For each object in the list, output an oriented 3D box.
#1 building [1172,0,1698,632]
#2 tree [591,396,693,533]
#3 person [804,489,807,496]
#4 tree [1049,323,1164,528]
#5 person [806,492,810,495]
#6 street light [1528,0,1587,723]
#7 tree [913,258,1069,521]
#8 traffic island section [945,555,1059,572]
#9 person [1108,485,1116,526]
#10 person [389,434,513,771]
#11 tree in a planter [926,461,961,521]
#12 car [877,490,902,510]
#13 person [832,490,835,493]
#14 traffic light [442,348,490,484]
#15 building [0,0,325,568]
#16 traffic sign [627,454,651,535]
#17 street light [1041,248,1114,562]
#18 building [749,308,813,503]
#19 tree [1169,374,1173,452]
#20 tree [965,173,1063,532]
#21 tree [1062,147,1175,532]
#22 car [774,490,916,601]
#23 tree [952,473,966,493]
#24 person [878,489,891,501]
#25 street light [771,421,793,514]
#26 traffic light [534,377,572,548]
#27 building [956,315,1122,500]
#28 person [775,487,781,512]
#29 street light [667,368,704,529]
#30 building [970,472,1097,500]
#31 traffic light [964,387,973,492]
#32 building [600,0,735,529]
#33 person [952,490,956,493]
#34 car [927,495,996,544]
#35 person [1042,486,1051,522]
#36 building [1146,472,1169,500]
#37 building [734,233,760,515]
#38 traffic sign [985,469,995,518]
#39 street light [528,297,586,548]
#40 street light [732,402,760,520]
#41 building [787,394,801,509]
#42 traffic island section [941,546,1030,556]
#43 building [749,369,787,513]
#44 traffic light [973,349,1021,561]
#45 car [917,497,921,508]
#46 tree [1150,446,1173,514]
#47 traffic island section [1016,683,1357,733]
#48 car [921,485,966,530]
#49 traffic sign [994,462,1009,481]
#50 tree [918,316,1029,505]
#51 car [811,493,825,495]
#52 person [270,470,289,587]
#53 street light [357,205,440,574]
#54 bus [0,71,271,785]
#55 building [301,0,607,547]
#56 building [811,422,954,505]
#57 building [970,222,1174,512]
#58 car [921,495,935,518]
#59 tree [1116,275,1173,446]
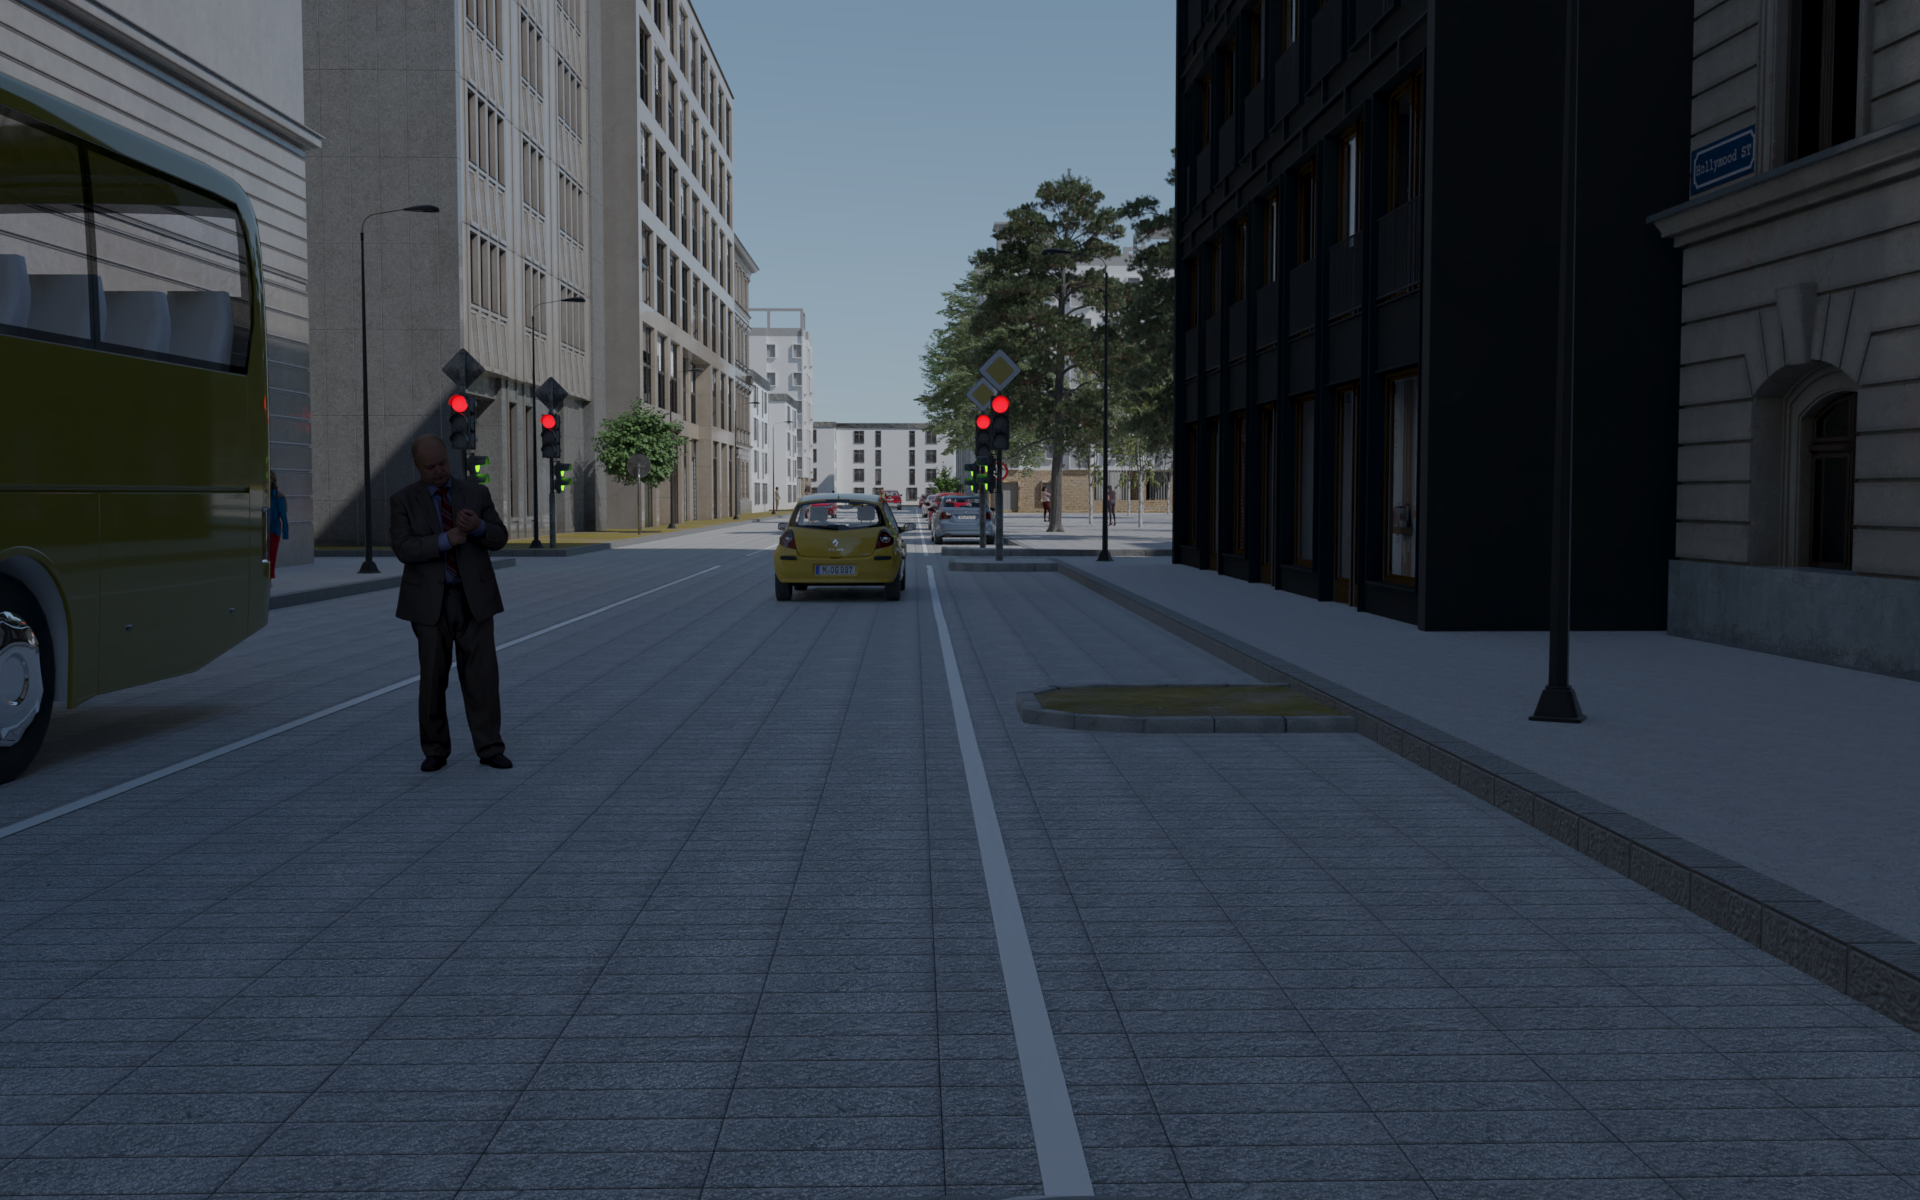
[{"bbox_3d":[10.267,-11.854,23.490,12.332,23.373,15.834,0,4,-2],"label":"building"},{"bbox_3d":[-10.673,-4.547,58.057,4.285,4.588,4.351,0,3,0],"label":"tree"},{"bbox_3d":[-12.797,-8.449,144.900,0.721,1.735,1.217,0,4,4],"label":"person"},{"bbox_3d":[5.391,-7.538,73.604,4.737,8.622,4.395,0,3,0],"label":"tree"},{"bbox_3d":[-8.631,-5.426,99.425,0.471,1.553,0.569,1,4,17],"label":"person"},{"bbox_3d":[2.862,-2.271,9.672,1.470,5.913,1.316,0,4,-2],"label":"street light"},{"bbox_3d":[1.603,-10.006,81.727,7.486,12.596,7.792,0,3,0],"label":"tree"},{"bbox_3d":[0.781,-0.678,33.360,2.009,0.180,2.903,0,4,-2],"label":"traffic island section"},{"bbox_3d":[6.089,-3.812,69.832,0.415,1.643,0.593,1,4,16],"label":"person"},{"bbox_3d":[-2.627,0.012,8.985,0.600,1.739,0.565,3,5,41],"label":"person"},{"bbox_3d":[-0.840,-5.848,92.835,1.991,3.239,1.994,0,4,-2],"label":"tree in a planter"},{"bbox_3d":[-6.212,-8.830,153.044,2.281,1.827,5.304,0,4,-3],"label":"car"},{"bbox_3d":[-10.071,-7.841,137.405,1.217,1.736,0.721,-2,4,-24],"label":"person"},{"bbox_3d":[-9.416,-2.673,32.955,0.839,4.213,0.868,0,4,-2],"label":"traffic light"},{"bbox_3d":[-23.322,-11.218,25.209,24.055,21.916,13.314,0,4,-2],"label":"building"},{"bbox_3d":[-10.134,-3.336,54.646,0.768,2.556,0.104,0,4,4],"label":"traffic sign"},{"bbox_3d":[2.230,-3.693,32.917,1.470,5.913,1.316,0,4,-2],"label":"street light"},{"bbox_3d":[-21.420,-19.943,182.479,11.380,20.091,16.016,0,4,-2],"label":"building"},{"bbox_3d":[9.405,-9.076,98.750,4.737,8.622,4.395,0,3,0],"label":"tree"},{"bbox_3d":[3.312,-8.341,58.423,6.751,12.117,7.091,0,3,0],"label":"tree"},{"bbox_3d":[7.659,-7.683,47.676,6.751,12.117,7.091,0,3,0],"label":"tree"},{"bbox_3d":[-1.644,-0.883,24.666,2.015,1.641,3.980,0,4,0],"label":"car"},{"bbox_3d":[-0.488,-10.013,158.318,1.663,3.219,1.824,0,3,0],"label":"tree"},{"bbox_3d":[-5.529,-6.972,122.587,1.348,1.812,0.705,1,4,10],"label":"person"},{"bbox_3d":[-11.307,-8.408,110.004,1.470,5.913,1.316,0,4,-2],"label":"street light"},{"bbox_3d":[-9.633,-3.162,40.937,0.839,4.213,0.868,0,4,-2],"label":"traffic light"},{"bbox_3d":[8.332,-18.952,176.328,16.747,18.905,31.486,0,4,-2],"label":"building"},{"bbox_3d":[-13.351,-7.382,126.737,0.705,1.824,1.348,-1,4,-18],"label":"person"},{"bbox_3d":[-10.159,-5.602,64.133,1.470,5.913,1.316,0,4,-2],"label":"street light"},{"bbox_3d":[5.754,-12.517,146.807,9.099,9.664,28.070,0,4,-2],"label":"building"},{"bbox_3d":[0.524,-3.179,41.228,0.839,4.213,0.868,0,4,-2],"label":"traffic light"},{"bbox_3d":[-21.733,-16.816,79.456,19.350,26.468,34.151,0,4,-2],"label":"building"},{"bbox_3d":[-0.624,-8.848,151.158,0.568,1.767,0.683,-2,4,-30],"label":"person"},{"bbox_3d":[0.066,-2.364,50.659,2.014,1.417,4.499,0,4,-3],"label":"car"},{"bbox_3d":[4.063,-4.433,79.988,0.566,1.644,0.517,1,4,17],"label":"person"},{"bbox_3d":[16.400,-22.691,214.974,32.646,21.610,27.936,0,4,-2],"label":"building"},{"bbox_3d":[-18.416,-14.790,106.447,10.561,19.102,19.286,0,4,-2],"label":"building"},{"bbox_3d":[1.401,-4.399,72.028,0.768,2.556,0.104,0,3,0],"label":"traffic sign"},{"bbox_3d":[-9.526,-4.186,40.984,1.470,5.913,1.316,0,4,-2],"label":"street light"},{"bbox_3d":[-10.741,-7.007,87.101,1.470,5.913,1.316,0,4,-2],"label":"street light"},{"bbox_3d":[-19.339,-13.230,158.451,9.099,9.664,28.070,0,4,-2],"label":"building"},{"bbox_3d":[0.565,-1.166,41.342,2.009,0.180,2.903,0,4,-2],"label":"traffic island section"},{"bbox_3d":[-18.847,-11.516,130.436,9.099,9.664,28.070,0,4,-2],"label":"building"},{"bbox_3d":[0.741,-2.691,33.246,0.839,4.213,0.868,0,4,-2],"label":"traffic light"},{"bbox_3d":[-3.348,-10.401,179.104,2.155,1.783,4.494,0,4,-2],"label":"car"},{"bbox_3d":[13.429,-9.799,110.569,4.360,8.622,3.978,0,3,0],"label":"tree"},{"bbox_3d":[1.377,0.704,11.363,1.991,0.108,1.994,0,4,-2],"label":"traffic island section"},{"bbox_3d":[-0.389,-3.738,70.151,2.155,1.783,4.494,0,4,-2],"label":"car"},{"bbox_3d":[1.519,-4.138,67.766,0.768,2.556,0.104,0,4,5],"label":"traffic sign"},{"bbox_3d":[1.429,-10.572,98.602,9.928,11.665,9.643,0,3,0],"label":"tree"},{"bbox_3d":[-8.275,-5.751,103.074,2.155,1.783,4.494,0,4,-1],"label":"car"},{"bbox_3d":[-9.543,-0.981,23.779,0.593,1.614,0.444,0,4,-5],"label":"person"},{"bbox_3d":[-9.047,-3.388,27.930,1.470,5.913,1.316,0,4,-2],"label":"street light"},{"bbox_3d":[-5.837,-0.860,5.611,2.896,3.916,12.252,0,4,-1],"label":"bus"},{"bbox_3d":[-18.407,-14.271,51.355,12.078,24.808,19.932,0,4,-2],"label":"building"},{"bbox_3d":[-14.629,-16.090,205.215,28.070,9.664,9.099,0,4,-2],"label":"building"},{"bbox_3d":[8.840,-16.512,126.386,16.016,20.091,11.380,0,4,-2],"label":"building"},{"bbox_3d":[-1.348,-5.719,105.866,2.083,1.381,4.827,0,4,-3],"label":"car"},{"bbox_3d":[11.916,-11.213,90.758,7.806,13.903,7.818,0,3,0],"label":"tree"}]
